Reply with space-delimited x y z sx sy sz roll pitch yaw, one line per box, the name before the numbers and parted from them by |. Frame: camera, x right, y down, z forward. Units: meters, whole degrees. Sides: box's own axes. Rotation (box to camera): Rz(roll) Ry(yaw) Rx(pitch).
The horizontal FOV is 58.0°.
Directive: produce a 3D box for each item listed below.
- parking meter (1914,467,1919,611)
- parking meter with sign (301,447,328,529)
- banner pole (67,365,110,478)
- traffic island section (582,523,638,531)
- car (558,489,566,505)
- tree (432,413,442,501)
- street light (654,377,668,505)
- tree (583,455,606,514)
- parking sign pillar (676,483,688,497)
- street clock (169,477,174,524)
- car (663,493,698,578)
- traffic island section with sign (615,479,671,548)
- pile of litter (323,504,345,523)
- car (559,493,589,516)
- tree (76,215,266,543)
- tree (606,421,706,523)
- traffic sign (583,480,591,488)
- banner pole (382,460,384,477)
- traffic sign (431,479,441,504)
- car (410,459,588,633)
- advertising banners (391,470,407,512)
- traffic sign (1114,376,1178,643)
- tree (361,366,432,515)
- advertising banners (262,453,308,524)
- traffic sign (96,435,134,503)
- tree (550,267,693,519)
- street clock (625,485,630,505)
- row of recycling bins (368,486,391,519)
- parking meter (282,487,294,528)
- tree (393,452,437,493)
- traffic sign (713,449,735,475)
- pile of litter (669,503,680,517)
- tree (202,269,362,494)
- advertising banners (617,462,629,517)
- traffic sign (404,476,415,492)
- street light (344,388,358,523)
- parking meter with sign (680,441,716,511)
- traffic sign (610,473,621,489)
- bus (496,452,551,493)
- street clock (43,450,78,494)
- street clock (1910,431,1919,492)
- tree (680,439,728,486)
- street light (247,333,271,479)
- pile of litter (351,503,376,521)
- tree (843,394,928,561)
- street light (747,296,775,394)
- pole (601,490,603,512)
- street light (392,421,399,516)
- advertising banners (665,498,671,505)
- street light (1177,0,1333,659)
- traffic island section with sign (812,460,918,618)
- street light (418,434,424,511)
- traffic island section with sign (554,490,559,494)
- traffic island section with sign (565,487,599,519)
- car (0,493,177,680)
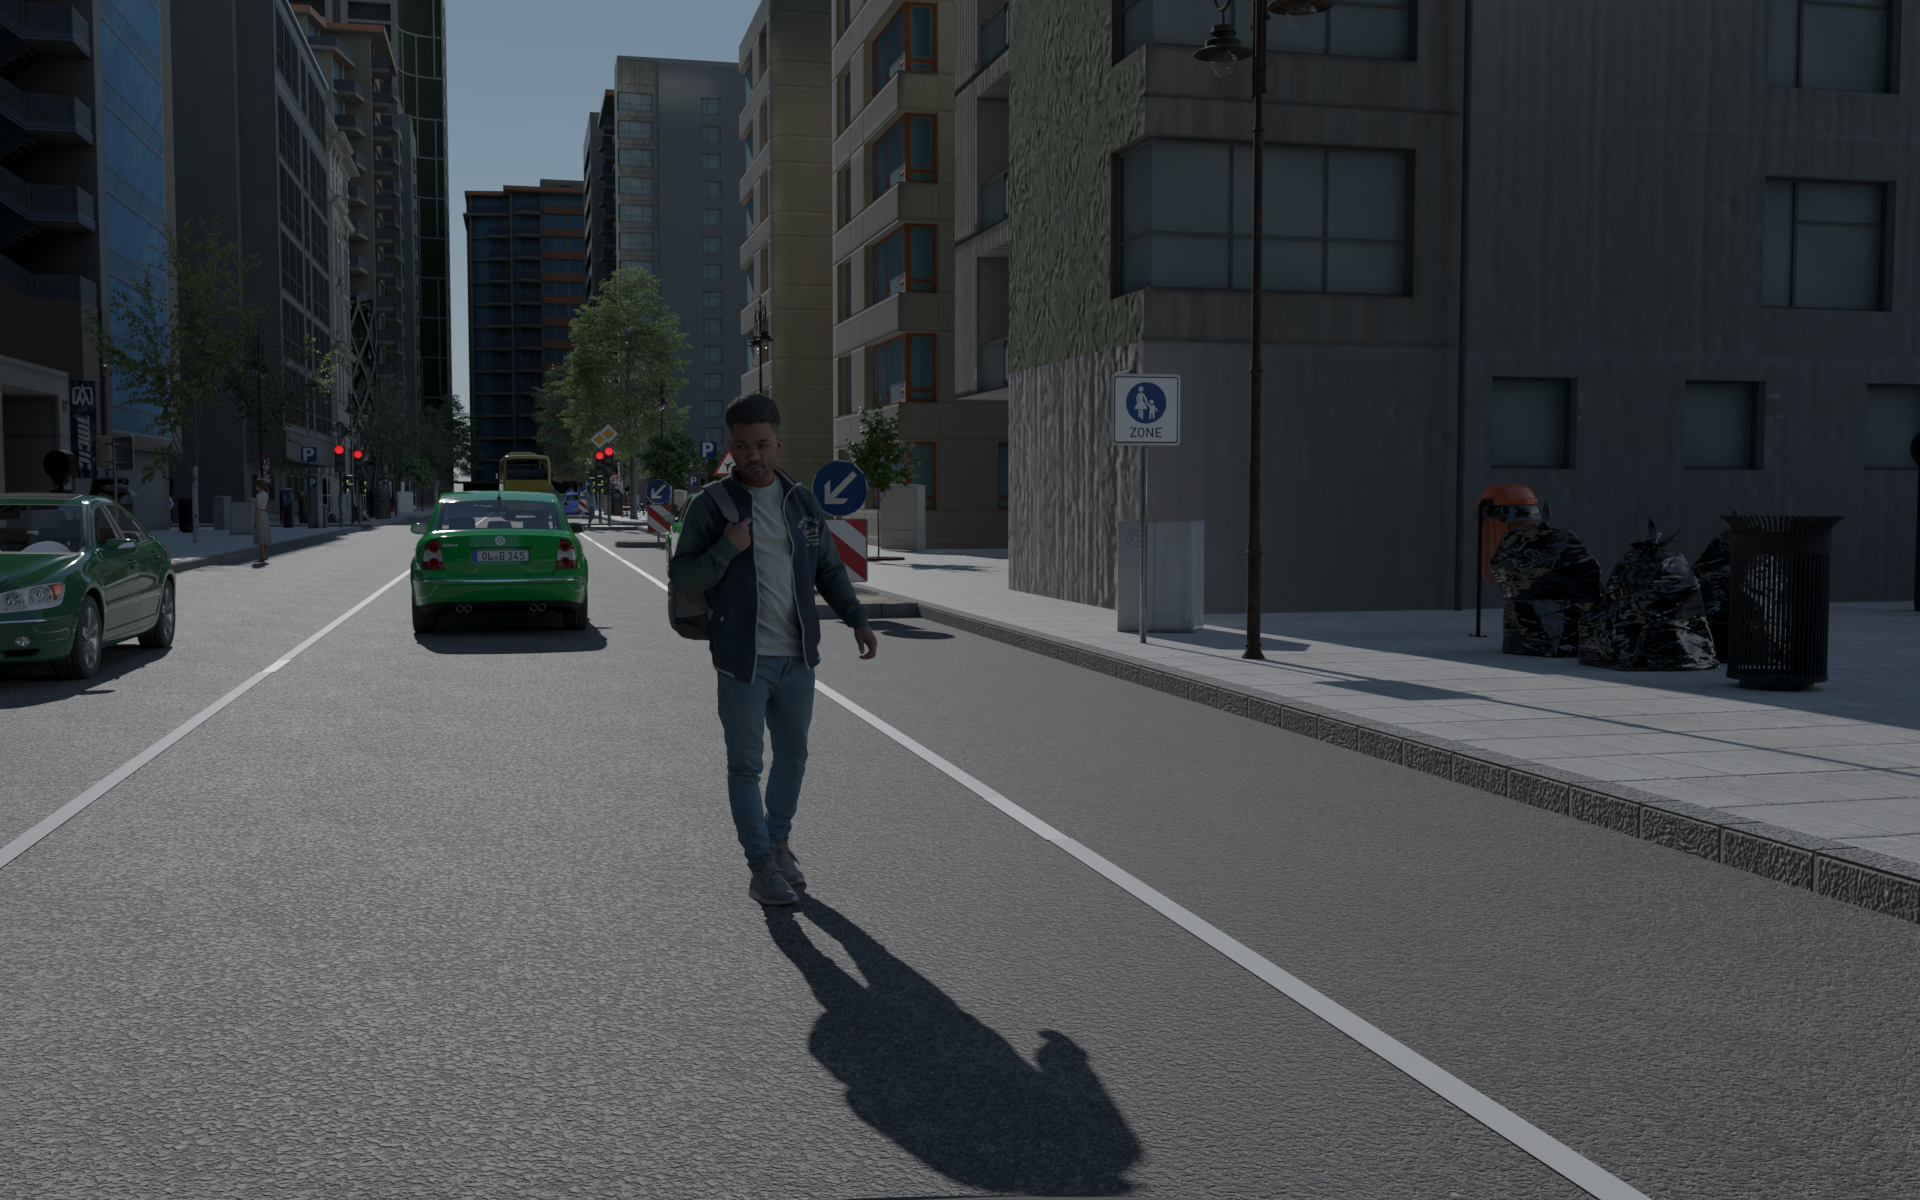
parking meter | 10.645 -0.808 18.918 0.399 1.863 0.255 -3 5 -40
parking meter with sign | -24.140 -4.196 64.865 0.543 3.016 1.738 0 4 -6
banner pole | -16.845 -2.671 33.685 0.863 3.779 0.401 -1 4 -18
traffic island section | -14.017 -2.879 69.357 2.009 0.180 2.903 -1 4 -14
car | -31.564 -7.851 137.165 1.959 1.807 4.718 -1 4 -14
tree | -34.629 -9.535 106.264 4.360 8.622 3.978 0 3 0
street light | -11.818 -5.865 68.681 0.468 5.910 1.993 -1 4 -14
tree | -22.705 -7.841 111.920 4.285 4.588 4.351 0 3 0
parking sign pillar | -19.550 -8.171 122.066 1.447 3.967 1.447 1 4 23
street clock | -33.673 -4.235 73.809 0.358 2.002 0.471 -3 5 -41
car | -3.813 -1.191 28.268 1.959 1.807 4.718 -1 4 -13
traffic island section with sign | -8.354 -2.350 47.057 1.989 1.847 2.006 -1 4 -14
pile of litter | -28.412 -3.877 77.348 1.719 0.858 1.176 0 4 -1
car | -23.503 -5.891 105.905 1.945 1.707 3.694 -1 4 -15
tree | -20.253 -5.798 45.160 4.737 8.622 4.395 0 3 0
tree | -13.022 -5.788 78.348 4.285 4.588 4.351 0 3 0
traffic sign | -31.815 -9.049 148.061 0.768 2.556 0.104 -1 4 -10
banner pole | -42.743 -8.460 128.343 0.401 3.779 0.863 -2 4 -29
traffic sign | -44.675 -9.025 147.670 0.768 2.556 0.104 -1 4 -13
car | -5.164 -0.650 19.419 1.959 1.807 4.718 -1 4 -15
advertising banners | -41.304 -7.950 126.177 2.074 3.025 0.090 0 4 -1
traffic sign | 1.577 -0.778 14.842 0.606 2.300 0.079 -1 4 -12
tree | -32.562 -9.016 97.778 4.360 8.622 3.978 0 3 0
advertising banners | -29.148 -4.814 74.893 2.074 3.025 0.090 -1 4 -20
traffic sign | -14.727 -1.718 30.213 0.606 2.300 0.079 0 4 -8
tree | -16.810 -10.326 86.962 7.486 12.596 7.792 0 3 0
street clock | -25.874 -7.960 134.709 0.471 2.002 0.358 3 4 38
row of recycling bins | -30.333 -5.097 90.442 1.069 1.692 3.534 -1 4 -14
parking meter | -25.519 -3.508 65.760 0.372 1.533 0.369 0 3 0
tree | -42.983 -9.357 136.702 4.285 4.588 4.351 0 3 0
traffic sign | -6.600 -3.027 49.495 0.884 2.594 0.081 -1 4 -10
pile of litter | -15.904 -5.033 96.260 1.719 0.858 1.176 1 4 9
tree | -23.072 -6.546 57.383 4.360 8.622 3.978 0 3 0
advertising banners | -18.667 -6.101 95.933 0.090 3.025 2.074 0 4 6
traffic sign | -39.161 -7.532 123.259 0.768 2.556 0.104 0 4 -6
street light | -26.503 -6.278 75.431 0.468 5.910 1.993 -1 4 -14
parking meter with sign | -8.589 -3.693 56.635 0.543 3.016 1.738 1 4 18
traffic sign | -20.910 -6.415 104.994 0.768 2.556 0.104 0 4 -7
bus | -25.451 -6.691 100.951 2.896 3.916 12.252 -1 4 -16
street clock | -14.797 -1.466 28.538 0.471 2.002 0.358 0 4 7
street clock | 10.302 -0.840 18.302 0.471 2.002 0.358 1 4 18
tree | -8.580 -4.007 60.117 1.663 3.219 1.824 0 3 0
street light | -20.111 -4.711 49.810 0.468 5.910 1.993 -1 4 -14
pile of litter | -28.387 -4.184 82.366 1.176 0.858 1.719 -1 4 -16
tree | -1.455 -2.392 33.713 1.663 3.219 1.824 0 3 0
street light | -4.672 -4.151 40.660 0.468 5.910 1.993 -1 4 -14
pole | -26.064 -8.090 126.116 0.158 3.312 0.155 0 3 0
street light | -33.514 -7.948 102.735 0.468 5.910 1.993 -1 4 -14
advertising banners | -24.209 -9.082 144.681 2.074 3.025 0.090 2 4 34
street light | 2.289 -2.481 13.344 0.468 5.910 1.993 -1 4 -14
traffic island section with sign | -1.687 -0.753 20.936 1.989 1.847 2.006 -1 4 -14
street light | -40.435 -9.619 130.061 0.468 5.910 1.993 -1 4 -14
traffic island section with sign | -28.833 -7.272 127.519 1.989 1.847 2.006 -1 4 -14
traffic island section with sign | -22.108 -5.654 101.073 1.989 1.847 2.006 -1 4 -14
car | -7.962 -0.175 14.656 2.131 1.459 4.920 -1 4 -13
